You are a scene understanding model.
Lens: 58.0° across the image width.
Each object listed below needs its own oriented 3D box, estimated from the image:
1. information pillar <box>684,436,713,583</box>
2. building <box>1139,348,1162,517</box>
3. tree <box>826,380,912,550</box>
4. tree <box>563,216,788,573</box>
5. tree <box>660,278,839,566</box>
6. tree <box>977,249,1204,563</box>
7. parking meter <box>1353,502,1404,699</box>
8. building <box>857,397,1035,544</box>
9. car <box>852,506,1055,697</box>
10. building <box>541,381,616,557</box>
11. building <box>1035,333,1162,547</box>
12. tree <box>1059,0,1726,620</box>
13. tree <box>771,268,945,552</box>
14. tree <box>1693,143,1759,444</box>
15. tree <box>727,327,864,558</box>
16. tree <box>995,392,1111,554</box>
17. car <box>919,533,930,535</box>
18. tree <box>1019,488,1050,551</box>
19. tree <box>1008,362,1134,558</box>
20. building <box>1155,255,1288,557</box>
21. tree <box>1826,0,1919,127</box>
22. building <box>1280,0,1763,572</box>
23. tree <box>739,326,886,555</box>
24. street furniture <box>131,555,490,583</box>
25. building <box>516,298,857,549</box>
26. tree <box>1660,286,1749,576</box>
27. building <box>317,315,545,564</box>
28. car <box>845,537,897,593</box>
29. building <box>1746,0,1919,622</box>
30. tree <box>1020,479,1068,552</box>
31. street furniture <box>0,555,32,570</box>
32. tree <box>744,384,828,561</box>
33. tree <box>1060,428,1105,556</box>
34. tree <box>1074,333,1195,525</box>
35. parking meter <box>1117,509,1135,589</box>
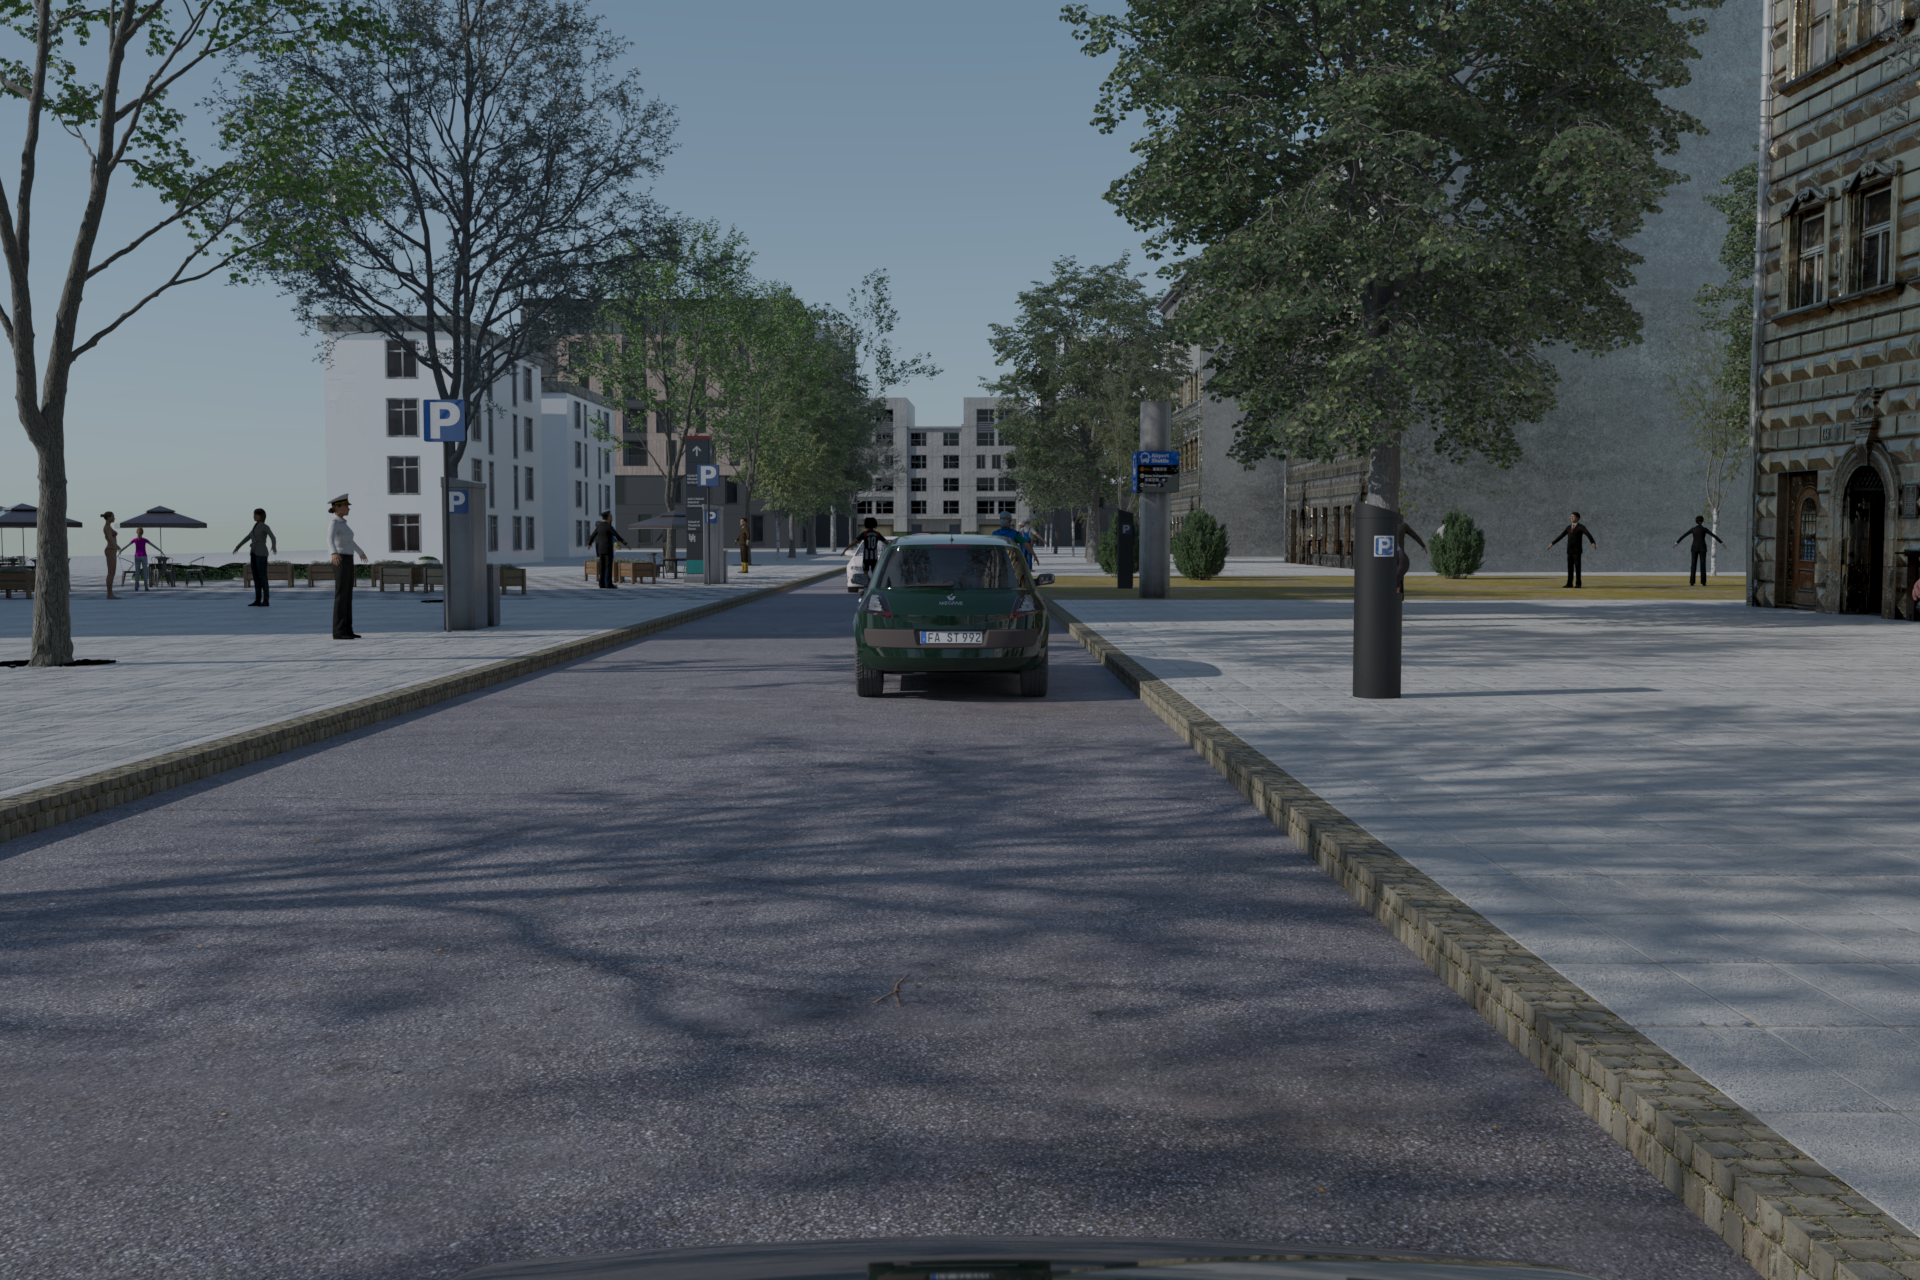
[{"bbox_3d":[-6.901,-3.454,45.856,0.750,3.857,0.750,0,4,-1],"label":"information pillar"},{"bbox_3d":[23.175,-19.351,172.803,16.016,20.090,11.380,0,4,0],"label":"building"},{"bbox_3d":[-8.865,-13.962,138.643,12.009,13.543,11.850,0,3,0],"label":"tree"},{"bbox_3d":[-9.441,-8.009,56.701,9.928,11.665,9.643,0,3,0],"label":"tree"},{"bbox_3d":[-8.484,-8.814,69.864,9.928,11.665,9.643,0,3,0],"label":"tree"},{"bbox_3d":[5.874,-10.422,77.059,9.857,13.997,8.962,0,3,0],"label":"tree"},{"bbox_3d":[3.284,-0.318,13.607,0.372,1.533,0.369,0,3,0],"label":"parking meter"},{"bbox_3d":[0.789,-22.106,230.343,31.486,18.905,16.747,0,4,2],"label":"building"},{"bbox_3d":[-0.066,-0.419,16.630,2.009,1.686,4.222,0,4,0],"label":"car"},{"bbox_3d":[-26.168,-10.217,109.196,9.099,9.664,28.070,0,4,-1],"label":"building"},{"bbox_3d":[22.217,-21.320,192.557,27.936,21.610,32.646,0,4,0],"label":"building"},{"bbox_3d":[6.220,-7.262,25.395,9.857,13.997,8.962,0,3,0],"label":"tree"},{"bbox_3d":[-7.948,-16.339,123.034,12.611,20.169,13.585,0,3,0],"label":"tree"},{"bbox_3d":[22.204,-8.189,40.546,9.857,13.997,8.962,0,3,0],"label":"tree"},{"bbox_3d":[-8.994,-10.720,93.403,7.486,12.596,7.792,0,3,0],"label":"tree"},{"bbox_3d":[6.307,-10.831,111.507,8.767,10.594,7.601,-2,4,-24],"label":"tree"},{"bbox_3d":[-2.897,-7.679,134.593,2.155,1.783,4.494,0,3,0],"label":"car"},{"bbox_3d":[6.657,-11.071,131.371,4.360,8.622,3.978,0,3,0],"label":"tree"},{"bbox_3d":[6.638,-9.535,90.317,8.767,10.594,7.601,0,4,3],"label":"tree"},{"bbox_3d":[22.703,-16.821,105.945,19.493,23.208,18.063,0,4,0],"label":"building"},{"bbox_3d":[6.414,-5.974,8.047,12.009,13.543,11.850,0,3,0],"label":"tree"},{"bbox_3d":[23.513,-14.402,66.407,19.493,23.208,18.063,0,3,0],"label":"building"},{"bbox_3d":[-9.275,-12.313,107.980,9.857,13.997,8.962,0,3,0],"label":"tree"},{"bbox_3d":[-18.012,-2.073,49.516,10.072,0.657,5.734,-1,4,-19],"label":"street furniture"},{"bbox_3d":[-24.622,-19.735,166.649,27.936,21.610,32.646,0,4,-1],"label":"building"},{"bbox_3d":[22.641,-6.235,52.312,4.360,8.622,3.978,0,3,0],"label":"tree"},{"bbox_3d":[-23.851,-8.469,80.623,9.099,9.664,28.070,0,4,0],"label":"building"},{"bbox_3d":[-1.826,-1.926,43.856,2.083,1.381,4.827,0,4,0],"label":"car"},{"bbox_3d":[23.196,-11.622,20.954,19.493,23.208,18.063,0,4,0],"label":"building"},{"bbox_3d":[6.402,-10.662,124.678,4.737,8.622,4.395,0,3,0],"label":"tree"},{"bbox_3d":[-31.860,-2.800,52.634,9.812,1.723,11.010,1,4,9],"label":"street furniture"},{"bbox_3d":[-8.681,-8.132,83.323,4.737,8.622,4.395,0,3,0],"label":"tree"},{"bbox_3d":[6.321,-9.128,99.602,4.360,8.622,3.978,0,3,0],"label":"tree"},{"bbox_3d":[5.843,-6.968,64.282,4.360,8.622,3.978,0,3,0],"label":"tree"},{"bbox_3d":[3.909,-2.142,40.735,0.399,1.863,0.255,0,4,0],"label":"parking meter"}]
